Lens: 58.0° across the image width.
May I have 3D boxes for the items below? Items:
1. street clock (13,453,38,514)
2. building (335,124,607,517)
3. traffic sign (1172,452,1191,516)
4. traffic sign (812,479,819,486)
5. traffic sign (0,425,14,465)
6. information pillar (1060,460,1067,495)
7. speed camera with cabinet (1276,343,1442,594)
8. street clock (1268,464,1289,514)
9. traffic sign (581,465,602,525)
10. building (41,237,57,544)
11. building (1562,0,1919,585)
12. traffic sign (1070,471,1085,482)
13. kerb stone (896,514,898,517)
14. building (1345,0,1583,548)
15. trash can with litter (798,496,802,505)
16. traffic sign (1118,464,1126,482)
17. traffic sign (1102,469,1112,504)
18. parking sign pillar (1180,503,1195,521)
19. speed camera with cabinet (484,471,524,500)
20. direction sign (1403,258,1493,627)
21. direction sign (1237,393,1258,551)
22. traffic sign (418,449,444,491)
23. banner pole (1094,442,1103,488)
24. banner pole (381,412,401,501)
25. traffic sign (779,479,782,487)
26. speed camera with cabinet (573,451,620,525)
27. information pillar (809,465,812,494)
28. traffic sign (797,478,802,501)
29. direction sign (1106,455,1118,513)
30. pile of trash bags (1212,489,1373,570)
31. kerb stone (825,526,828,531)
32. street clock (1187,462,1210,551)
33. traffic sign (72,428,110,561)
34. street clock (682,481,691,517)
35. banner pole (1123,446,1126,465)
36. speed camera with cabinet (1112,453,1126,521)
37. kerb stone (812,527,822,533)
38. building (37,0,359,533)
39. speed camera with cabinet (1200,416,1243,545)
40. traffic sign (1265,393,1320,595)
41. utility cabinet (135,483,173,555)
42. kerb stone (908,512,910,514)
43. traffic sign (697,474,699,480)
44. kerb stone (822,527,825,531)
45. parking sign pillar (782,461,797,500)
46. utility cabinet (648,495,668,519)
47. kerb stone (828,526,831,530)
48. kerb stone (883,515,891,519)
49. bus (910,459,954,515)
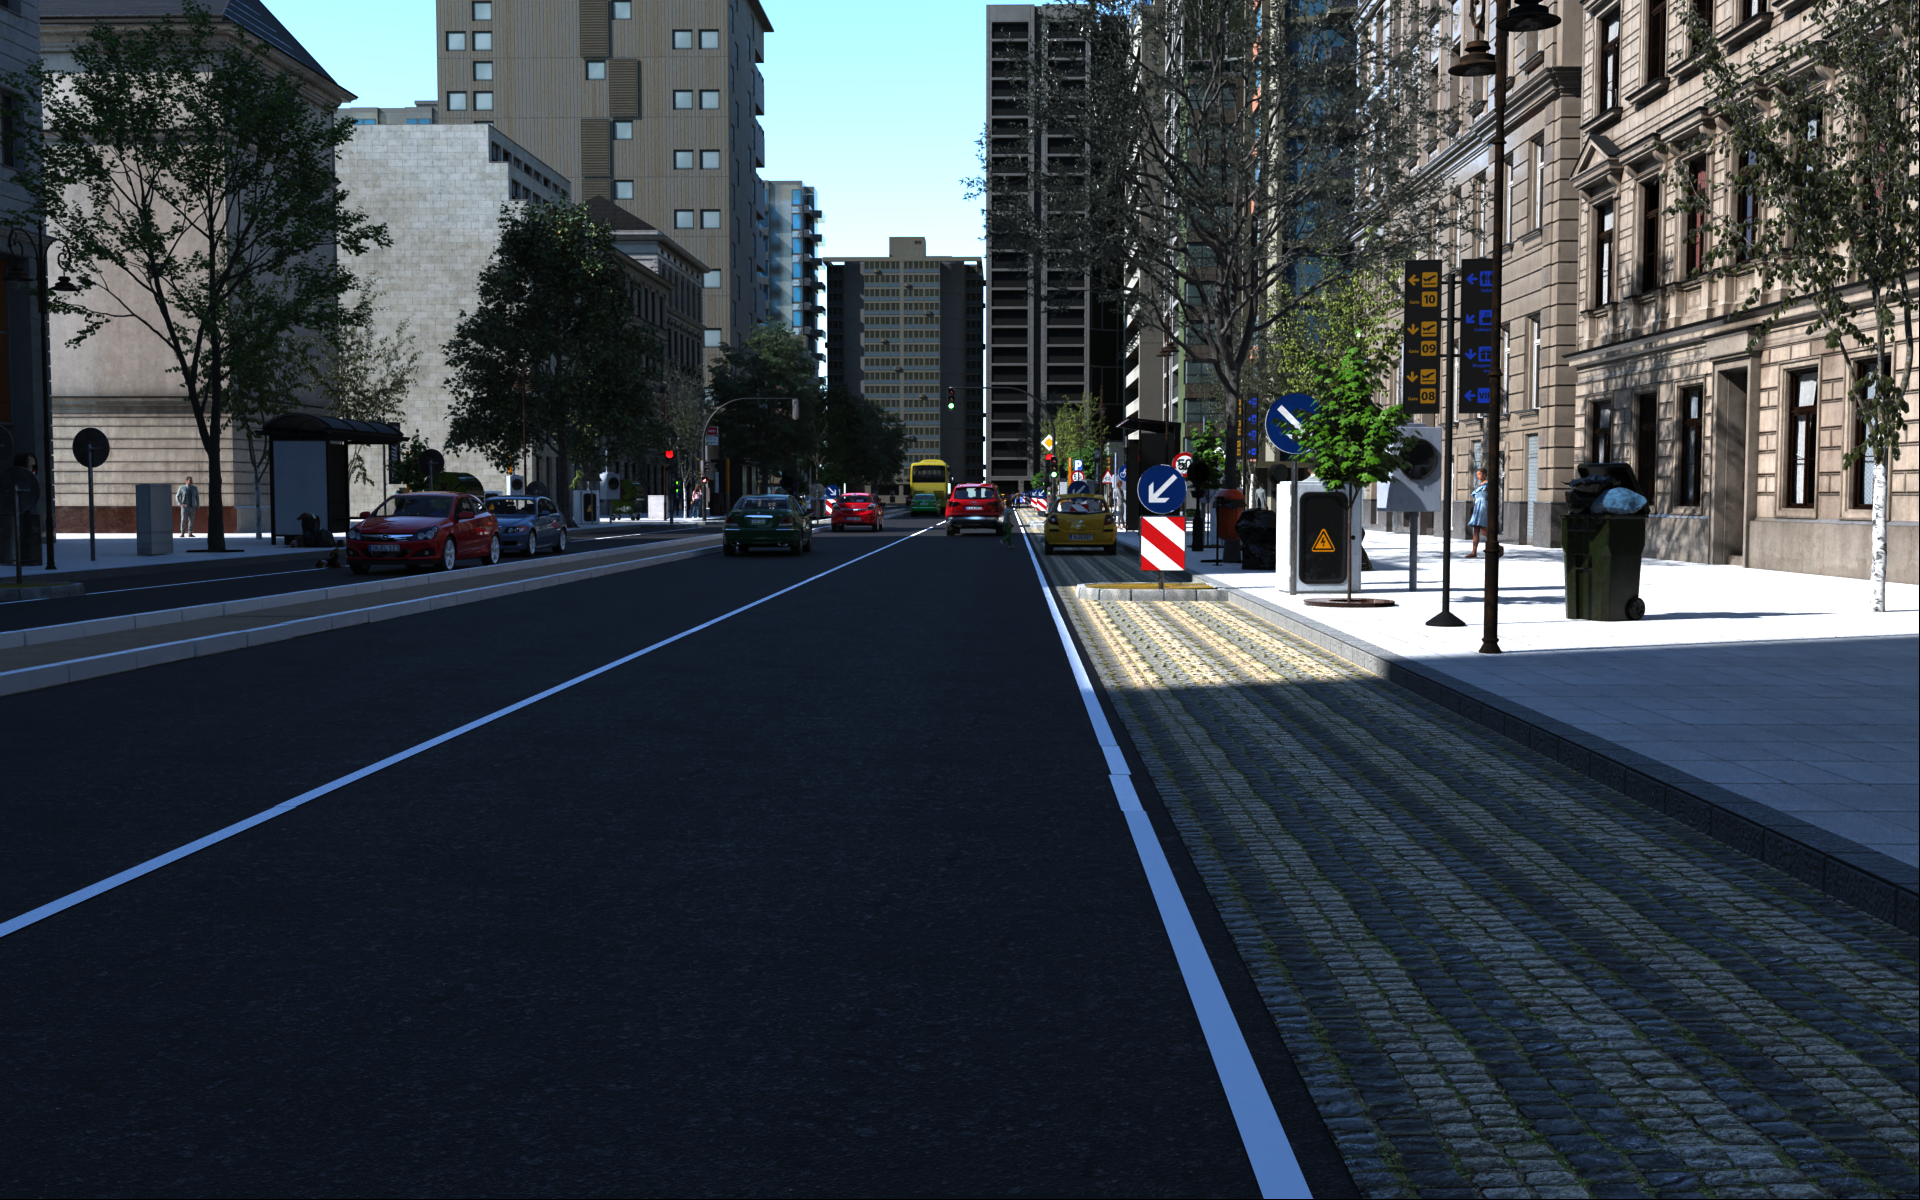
[{"bbox_3d":[-16.589,-1.604,30.797,0.358,2.002,0.471,0,4,-6],"label":"street clock"},{"bbox_3d":[-27.220,-14.891,98.216,10.420,20.320,16.860,0,4,2],"label":"building"},{"bbox_3d":[6.791,-3.196,52.366,0.768,2.556,0.104,0,4,6],"label":"traffic sign"},{"bbox_3d":[-12.417,-9.058,148.208,0.768,2.556,0.104,0,4,5],"label":"traffic sign"},{"bbox_3d":[-17.481,-1.909,31.324,0.768,2.556,0.104,0,4,4],"label":"traffic sign"},{"bbox_3d":[7.037,-7.725,117.652,0.504,3.616,0.183,0,4,-7],"label":"information pillar"},{"bbox_3d":[5.197,-1.726,22.563,2.038,3.252,0.660,0,4,-7],"label":"speed camera with cabinet"},{"bbox_3d":[7.688,-2.281,41.870,0.471,2.002,0.358,-2,4,-34],"label":"street clock"},{"bbox_3d":[-15.434,-4.440,72.591,0.884,2.594,0.081,0,4,3],"label":"traffic sign"},{"bbox_3d":[-29.434,-15.436,29.870,11.434,29.767,29.804,0,4,2],"label":"building"},{"bbox_3d":[18.384,-10.121,30.111,10.561,19.102,19.286,0,4,2],"label":"building"},{"bbox_3d":[6.213,-5.585,91.423,0.768,2.556,0.104,0,4,6],"label":"traffic sign"},{"bbox_3d":[-4.159,-5.276,108.460,0.120,0.150,1.000,0,4,2],"label":"kerb stone"},{"bbox_3d":[19.906,-15.579,51.980,12.463,27.353,25.104,0,4,2],"label":"building"},{"bbox_3d":[-12.533,-7.678,136.929,1.055,1.170,0.624,1,4,15],"label":"trash can with litter"},{"bbox_3d":[7.083,-4.483,73.403,0.768,2.556,0.104,1,4,8],"label":"traffic sign"},{"bbox_3d":[7.504,-5.381,87.991,0.884,2.594,0.081,0,4,3],"label":"traffic sign"},{"bbox_3d":[10.493,-5.750,82.482,1.447,3.967,1.447,1,4,15],"label":"parking sign pillar"},{"bbox_3d":[-21.848,-5.391,82.476,2.038,3.252,0.660,-2,4,-34],"label":"speed camera with cabinet"},{"bbox_3d":[4.740,-1.517,16.799,0.876,3.537,0.379,1,4,9],"label":"direction sign"},{"bbox_3d":[6.428,-2.883,39.131,0.379,3.537,0.876,-2,4,-30],"label":"direction sign"},{"bbox_3d":[-14.912,-2.981,48.853,0.768,2.556,0.104,0,4,7],"label":"traffic sign"},{"bbox_3d":[6.656,-5.684,82.957,0.401,3.779,0.863,3,5,40],"label":"banner pole"},{"bbox_3d":[-17.393,-3.846,52.900,0.401,3.779,0.863,2,4,32],"label":"banner pole"},{"bbox_3d":[-13.848,-8.331,136.316,0.768,2.556,0.104,1,4,9],"label":"traffic sign"},{"bbox_3d":[-15.446,-4.850,73.639,0.660,3.252,2.038,3,5,42],"label":"speed camera with cabinet"},{"bbox_3d":[-12.106,-9.138,140.762,0.183,3.616,0.504,-2,4,-24],"label":"information pillar"},{"bbox_3d":[-12.741,-8.299,135.793,0.768,2.556,0.104,0,4,7],"label":"traffic sign"},{"bbox_3d":[8.869,-6.679,101.191,0.876,3.537,0.379,3,5,43],"label":"direction sign"},{"bbox_3d":[5.519,-1.236,29.964,1.912,1.369,3.447,-2,4,-30],"label":"pile of trash bags"},{"bbox_3d":[-5.311,-2.737,66.951,0.120,0.150,1.000,0,4,2],"label":"kerb stone"},{"bbox_3d":[5.330,-2.093,38.792,0.471,2.002,0.358,-2,4,-31],"label":"street clock"},{"bbox_3d":[-16.662,-2.025,33.209,0.768,2.556,0.104,0,4,8],"label":"traffic sign"},{"bbox_3d":[-15.108,-5.578,95.768,0.471,2.002,0.358,1,4,9],"label":"street clock"},{"bbox_3d":[8.587,-6.106,89.850,0.401,3.779,0.863,2,4,29],"label":"banner pole"},{"bbox_3d":[7.724,-5.376,82.226,0.660,3.252,2.038,0,4,-7],"label":"speed camera with cabinet"},{"bbox_3d":[-5.367,-2.612,64.899,0.120,0.150,1.000,0,4,2],"label":"kerb stone"},{"bbox_3d":[-32.526,-12.004,60.885,19.286,19.102,10.561,0,4,2],"label":"building"},{"bbox_3d":[6.558,-3.013,43.592,0.660,3.252,2.038,-1,4,-9],"label":"speed camera with cabinet"},{"bbox_3d":[4.232,-1.334,21.915,0.768,2.556,0.104,0,4,5],"label":"traffic sign"},{"bbox_3d":[-16.983,-1.701,36.494,0.318,1.500,1.173,0,4,-4],"label":"utility cabinet"},{"bbox_3d":[-3.781,-6.092,121.795,0.120,0.150,1.000,0,4,2],"label":"kerb stone"},{"bbox_3d":[-15.046,-6.171,100.628,0.795,2.593,0.064,0,4,7],"label":"traffic sign"},{"bbox_3d":[-5.339,-2.675,65.924,0.120,0.150,1.000,0,4,2],"label":"kerb stone"},{"bbox_3d":[-13.111,-8.840,133.002,1.447,3.967,1.447,3,5,42],"label":"parking sign pillar"},{"bbox_3d":[-15.428,-4.734,88.557,1.020,1.237,0.306,1,4,19],"label":"utility cabinet"},{"bbox_3d":[-5.285,-2.800,67.975,0.120,0.150,1.000,0,4,2],"label":"kerb stone"},{"bbox_3d":[-4.329,-4.890,102.315,0.120,0.150,1.000,0,4,2],"label":"kerb stone"},{"bbox_3d":[-2.007,-8.021,122.688,2.896,3.916,12.252,0,4,1],"label":"bus"}]
